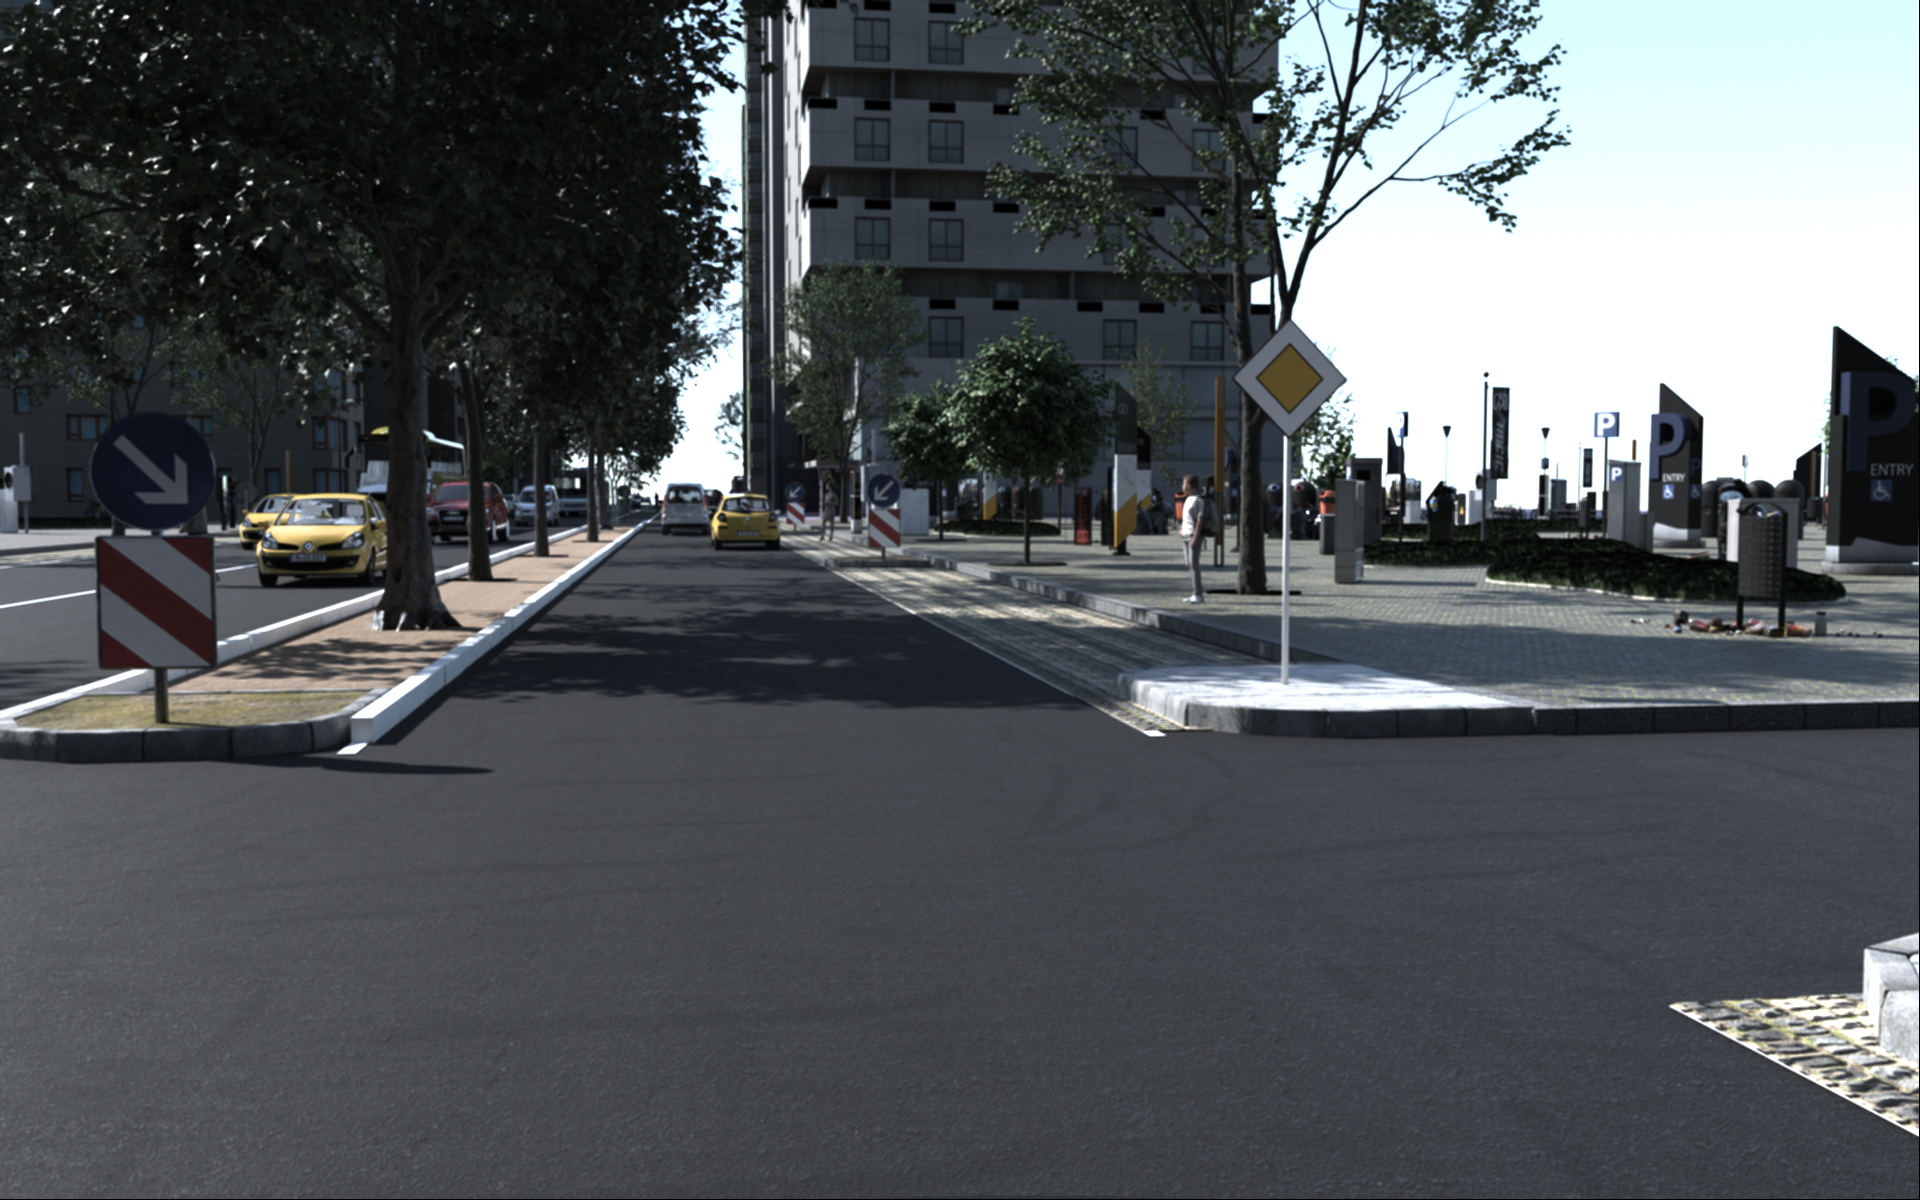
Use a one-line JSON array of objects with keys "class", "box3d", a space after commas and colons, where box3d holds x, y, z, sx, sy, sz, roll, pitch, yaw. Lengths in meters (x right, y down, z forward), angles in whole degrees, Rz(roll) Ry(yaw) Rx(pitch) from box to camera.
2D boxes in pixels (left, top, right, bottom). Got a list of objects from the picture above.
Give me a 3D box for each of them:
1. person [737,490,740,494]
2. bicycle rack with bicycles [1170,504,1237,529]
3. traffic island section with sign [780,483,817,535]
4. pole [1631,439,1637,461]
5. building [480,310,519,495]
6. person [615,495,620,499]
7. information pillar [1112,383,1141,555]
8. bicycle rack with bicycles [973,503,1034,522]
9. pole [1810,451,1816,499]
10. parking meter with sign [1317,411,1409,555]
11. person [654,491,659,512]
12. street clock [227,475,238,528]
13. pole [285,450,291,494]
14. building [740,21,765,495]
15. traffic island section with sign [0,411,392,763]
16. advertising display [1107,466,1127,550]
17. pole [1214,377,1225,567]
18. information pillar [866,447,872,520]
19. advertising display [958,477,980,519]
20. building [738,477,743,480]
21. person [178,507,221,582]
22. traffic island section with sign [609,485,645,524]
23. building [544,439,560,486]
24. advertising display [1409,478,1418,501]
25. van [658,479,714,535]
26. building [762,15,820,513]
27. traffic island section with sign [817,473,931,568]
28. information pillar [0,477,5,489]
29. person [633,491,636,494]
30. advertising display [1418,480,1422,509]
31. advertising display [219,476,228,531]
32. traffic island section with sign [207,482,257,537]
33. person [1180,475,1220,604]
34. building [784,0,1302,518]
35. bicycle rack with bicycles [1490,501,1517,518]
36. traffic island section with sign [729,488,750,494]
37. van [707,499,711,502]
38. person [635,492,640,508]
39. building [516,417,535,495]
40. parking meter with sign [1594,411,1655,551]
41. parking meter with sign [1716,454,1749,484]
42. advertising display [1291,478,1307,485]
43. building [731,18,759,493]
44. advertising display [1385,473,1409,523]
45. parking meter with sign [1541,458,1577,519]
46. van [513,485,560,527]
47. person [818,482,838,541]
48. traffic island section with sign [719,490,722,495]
[{"class": "person", "box3d": [-25.518, -11.736, 198.455, 0.721, 1.766, 1.217, 1, 4, 14]}, {"class": "bicycle rack with bicycles", "box3d": [8.976, -3.099, 64.043, 2.925, 0.926, 2.852, -2, 4, -31]}, {"class": "traffic island section with sign", "box3d": [-5.942, -3.193, 60.832, 1.989, 1.847, 2.006, -1, 4, -9]}, {"class": "pole", "box3d": [25.069, -4.321, 64.495, 0.158, 3.312, 0.155, 0, 3, 0]}, {"class": "building", "box3d": [-51.764, -24.441, 171.304, 14.160, 30.474, 14.107, -1, 4, -9]}, {"class": "person", "box3d": [-43.543, -12.947, 220.116, 0.705, 1.831, 1.348, -3, 5, -43]}, {"class": "information pillar", "box3d": [3.462, -2.747, 36.260, 0.504, 3.616, 0.183, -1, 4, -20]}, {"class": "bicycle rack with bicycles", "box3d": [1.435, -3.439, 69.607, 2.852, 0.926, 2.925, -1, 4, -17]}, {"class": "pole", "box3d": [40.439, -5.401, 82.149, 0.158, 3.312, 0.155, 0, 3, 0]}, {"class": "parking meter with sign", "box3d": [8.511, -2.465, 36.569, 1.738, 3.016, 0.543, 0, 4, -4]}, {"class": "person", "box3d": [-24.235, -7.846, 138.259, 0.415, 1.643, 0.593, 0, 4, -1]}, {"class": "street clock", "box3d": [-27.543, -3.727, 65.502, 0.471, 2.002, 0.358, -2, 4, -34]}, {"class": "pole", "box3d": [-31.046, -5.276, 80.099, 0.158, 3.312, 0.155, 0, 3, 0]}, {"class": "building", "box3d": [-12.074, -28.810, 154.634, 14.154, 41.232, 14.086, -1, 4, -9]}, {"class": "traffic island section with sign", "box3d": [-4.555, -0.128, 10.227, 2.006, 1.907, 1.989, -1, 4, -9]}, {"class": "advertising display", "box3d": [3.663, -2.138, 40.174, 0.123, 1.923, 0.974, 2, 4, 28]}, {"class": "pole", "box3d": [4.556, -2.235, 30.389, 0.158, 3.312, 0.155, 0, 3, 0]}, {"class": "information pillar", "box3d": [-4.420, -5.808, 86.323, 0.504, 3.616, 0.183, 1, 4, 23]}, {"class": "advertising display", "box3d": [0.337, -3.783, 67.072, 0.974, 1.923, 0.123, 2, 4, 34]}, {"class": "building", "box3d": [-14.709, -36.023, 208.579, 23.786, 49.044, 30.456, -1, 4, -9]}, {"class": "person", "box3d": [-11.921, -1.118, 26.960, 0.728, 1.800, 0.709, 0, 4, -6]}, {"class": "traffic island section with sign", "box3d": [-16.378, -4.666, 84.433, 2.006, 1.907, 1.989, -1, 4, -9]}, {"class": "building", "box3d": [-59.666, -33.188, 226.211, 14.154, 41.232, 14.086, -1, 4, -9]}, {"class": "advertising display", "box3d": [17.493, -3.823, 67.716, 0.123, 1.923, 0.974, 3, 5, 43]}, {"class": "van", "box3d": [-9.835, -3.370, 62.106, 2.013, 2.044, 4.112, 0, 4, -8]}, {"class": "building", "box3d": [-4.709, -36.202, 133.900, 21.231, 58.520, 28.212, -1, 4, -9]}, {"class": "traffic island section with sign", "box3d": [-1.696, -1.565, 34.212, 1.989, 1.847, 2.006, -1, 4, -9]}, {"class": "information pillar", "box3d": [-41.883, -4.351, 75.631, 0.304, 2.012, 0.304, -3, 4, -36]}, {"class": "person", "box3d": [-39.229, -12.255, 208.965, 1.348, 1.812, 0.705, 2, 4, 33]}, {"class": "advertising display", "box3d": [21.021, -4.609, 80.566, 0.123, 1.923, 0.974, -3, 4, -38]}, {"class": "advertising display", "box3d": [-25.813, -3.396, 60.732, 0.123, 1.923, 0.974, -1, 4, -14]}, {"class": "traffic island section with sign", "box3d": [-23.932, -3.018, 57.974, 1.989, 1.847, 2.006, -1, 4, -9]}, {"class": "person", "box3d": [2.780, -0.725, 20.489, 0.523, 1.515, 0.503, -3, 5, -42]}, {"class": "building", "box3d": [3.295, -31.679, 107.196, 28.713, 52.752, 27.495, -1, 4, -9]}, {"class": "bicycle rack with bicycles", "box3d": [26.575, -4.532, 87.478, 2.925, 0.926, 2.852, 1, 4, 20]}, {"class": "traffic island section with sign", "box3d": [-13.840, -6.225, 110.409, 1.989, 1.847, 2.006, -1, 4, -9]}, {"class": "van", "box3d": [-12.148, -4.313, 77.524, 2.013, 2.044, 4.112, 0, 4, -8]}, {"class": "person", "box3d": [-33.218, -10.300, 178.377, 0.593, 1.643, 0.415, -3, 5, -39]}, {"class": "building", "box3d": [-53.316, -30.666, 184.977, 14.154, 41.232, 14.086, -1, 4, -9]}, {"class": "parking meter with sign", "box3d": [14.312, -2.506, 37.230, 1.738, 3.016, 0.543, -3, 5, -40]}, {"class": "parking meter with sign", "box3d": [33.952, -4.927, 76.817, 1.738, 3.016, 0.543, 3, 5, 44]}, {"class": "advertising display", "box3d": [13.580, -3.931, 69.493, 0.123, 1.923, 0.974, -1, 4, -22]}, {"class": "building", "box3d": [-20.545, -48.635, 233.430, 20.563, 71.187, 20.611, -1, 4, -9]}, {"class": "advertising display", "box3d": [13.122, -2.876, 52.241, 0.123, 1.923, 0.974, -1, 4, -18]}, {"class": "parking meter with sign", "box3d": [28.991, -5.353, 83.777, 1.738, 3.016, 0.543, -1, 4, -16]}, {"class": "van", "box3d": [-18.867, -4.300, 77.318, 2.013, 2.044, 4.112, 0, 4, -8]}, {"class": "person", "box3d": [-3.969, -2.644, 52.074, 0.599, 1.781, 0.374, 3, 4, 37]}, {"class": "traffic island section with sign", "box3d": [-18.068, -7.854, 137.032, 1.989, 1.847, 2.006, -1, 4, -9]}]
